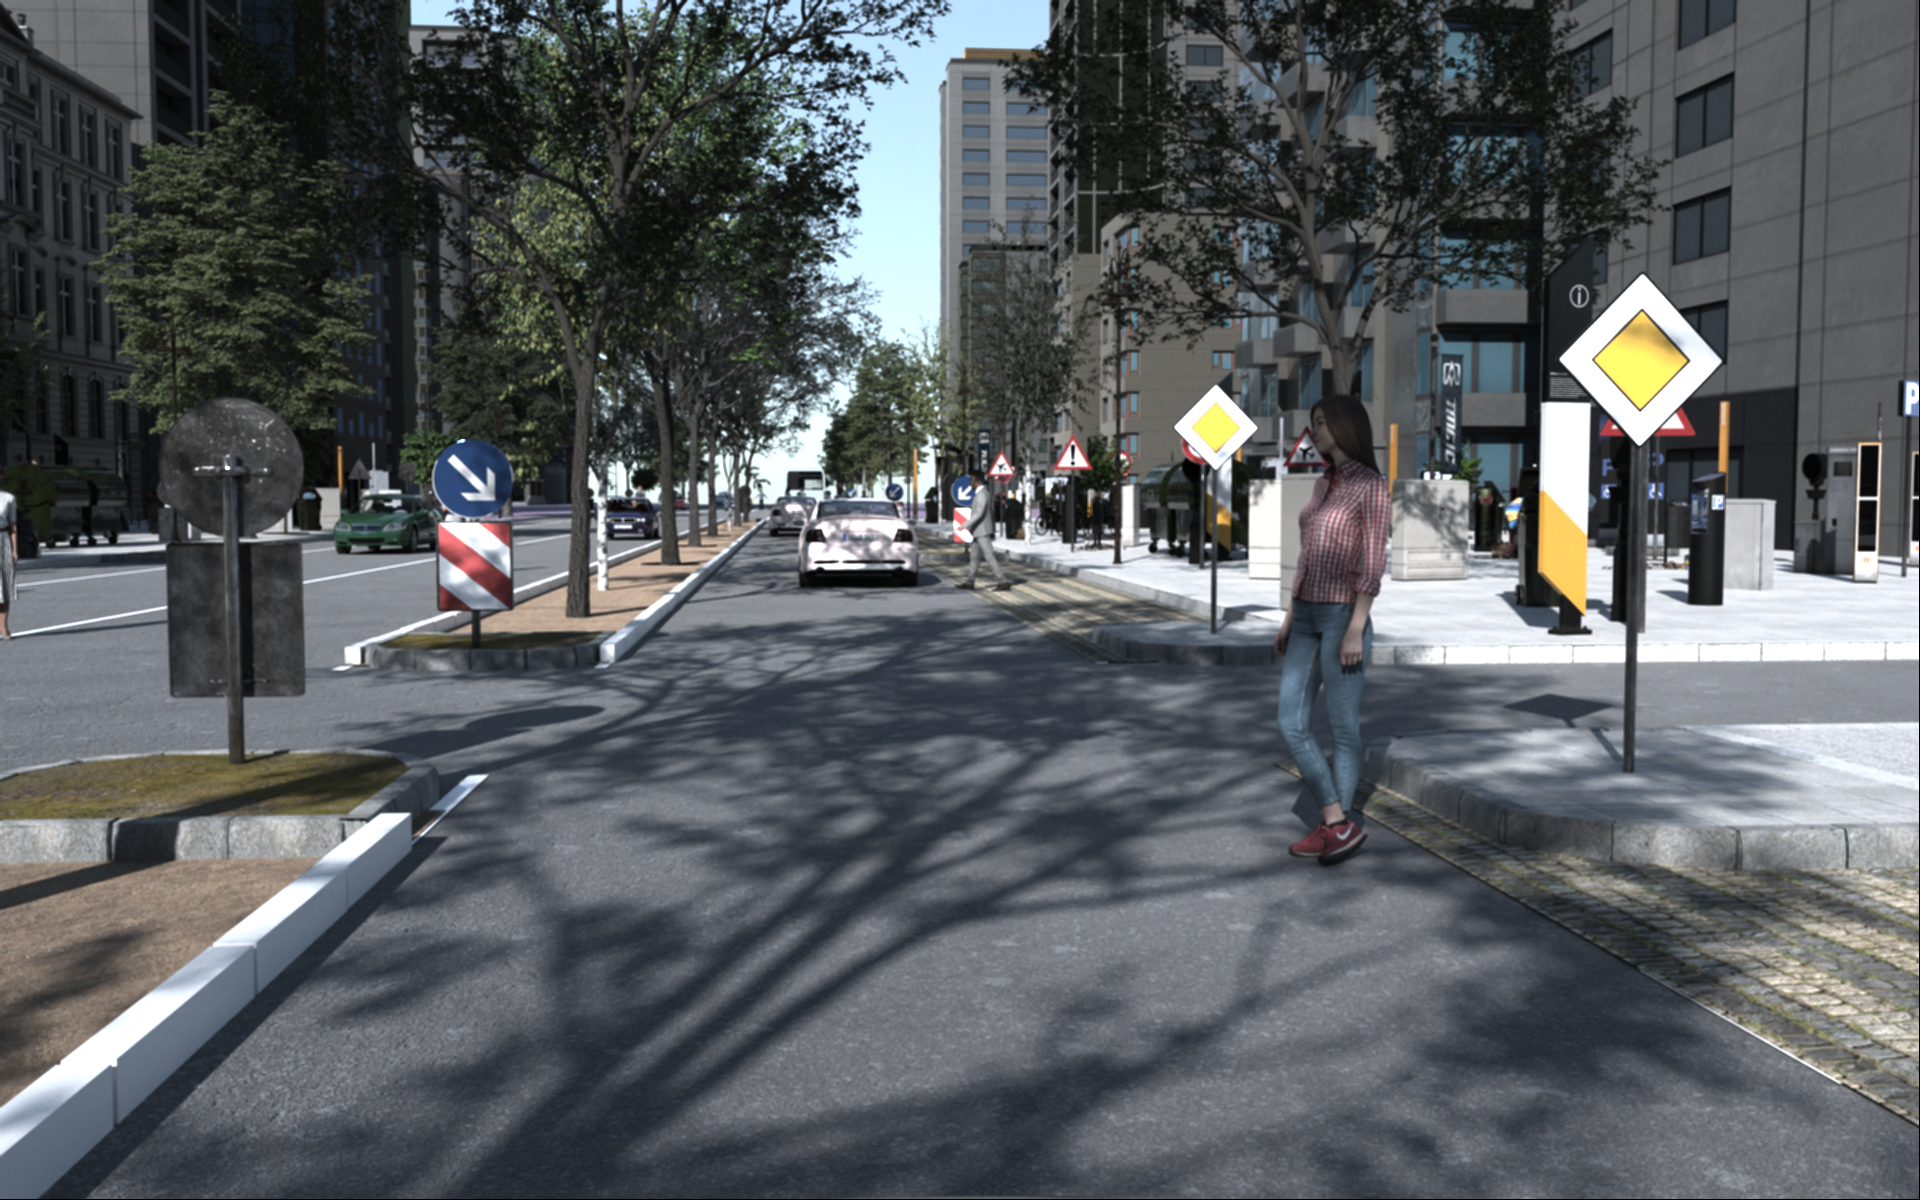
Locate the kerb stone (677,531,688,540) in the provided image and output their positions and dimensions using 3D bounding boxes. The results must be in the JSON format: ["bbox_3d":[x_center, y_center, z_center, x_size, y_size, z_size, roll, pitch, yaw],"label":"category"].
[{"bbox_3d":[-9.099,-2.120,56.855,0.120,0.150,1.000,0,4,-5],"label":"kerb stone"}]

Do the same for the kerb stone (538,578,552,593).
[{"bbox_3d":[-6.105,-0.185,25.219,0.120,0.150,1.000,0,4,-5],"label":"kerb stone"}]

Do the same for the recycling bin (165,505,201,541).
[{"bbox_3d":[-21.567,-2.173,48.078,0.722,1.027,0.722,0,4,-3],"label":"recycling bin"}]

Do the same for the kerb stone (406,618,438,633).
[{"bbox_3d":[-5.325,0.316,17.024,0.120,0.150,1.000,0,4,-5],"label":"kerb stone"}]

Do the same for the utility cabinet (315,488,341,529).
[{"bbox_3d":[-23.102,-3.310,62.792,1.173,1.500,0.318,-3,5,-40],"label":"utility cabinet"}]

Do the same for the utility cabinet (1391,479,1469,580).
[{"bbox_3d":[7.005,-1.045,25.770,1.173,1.500,0.318,-1,4,-22],"label":"utility cabinet"}]

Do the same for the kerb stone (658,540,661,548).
[{"bbox_3d":[-8.040,-1.430,45.622,0.120,0.150,1.000,0,4,-5],"label":"kerb stone"}]

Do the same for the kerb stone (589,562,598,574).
[{"bbox_3d":[-6.773,-0.622,32.363,0.120,0.150,1.000,0,4,-5],"label":"kerb stone"}]

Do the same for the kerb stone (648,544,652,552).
[{"bbox_3d":[-7.732,-1.242,42.564,0.120,0.150,1.000,0,4,-5],"label":"kerb stone"}]

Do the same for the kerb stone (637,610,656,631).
[{"bbox_3d":[-3.331,0.240,18.270,0.120,0.150,1.000,0,4,-5],"label":"kerb stone"}]

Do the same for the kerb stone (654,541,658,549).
[{"bbox_3d":[-7.933,-1.368,44.605,0.120,0.150,1.000,0,4,-5],"label":"kerb stone"}]

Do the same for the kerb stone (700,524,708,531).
[{"bbox_3d":[-10.345,-2.930,70.104,0.120,0.150,1.000,0,4,-5],"label":"kerb stone"}]

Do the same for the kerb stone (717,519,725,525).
[{"bbox_3d":[-11.793,-3.865,85.393,0.120,0.150,1.000,0,4,-5],"label":"kerb stone"}]

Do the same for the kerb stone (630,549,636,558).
[{"bbox_3d":[-7.352,-0.996,38.478,0.120,0.150,1.000,0,4,-5],"label":"kerb stone"}]

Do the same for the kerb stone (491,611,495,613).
[{"bbox_3d":[-5.712,0.066,21.123,0.120,0.150,1.000,0,4,-5],"label":"kerb stone"}]

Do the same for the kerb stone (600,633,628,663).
[{"bbox_3d":[-3.044,0.428,15.202,0.120,0.150,1.000,0,4,-5],"label":"kerb stone"}]

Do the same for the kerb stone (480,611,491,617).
[{"bbox_3d":[-5.617,0.128,20.098,0.120,0.150,1.000,0,4,-5],"label":"kerb stone"}]

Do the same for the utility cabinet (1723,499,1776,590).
[{"bbox_3d":[10.522,-0.756,23.524,0.306,1.237,1.020,-2,4,-30],"label":"utility cabinet"}]

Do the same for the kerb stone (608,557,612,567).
[{"bbox_3d":[-6.871,-0.684,33.382,0.120,0.150,1.000,0,4,-5],"label":"kerb stone"}]

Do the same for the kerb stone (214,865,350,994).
[{"bbox_3d":[-2.119,1.024,5.449,0.120,0.150,1.000,0,4,-5],"label":"kerb stone"}]

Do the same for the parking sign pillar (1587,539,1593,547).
[{"bbox_3d":[15.762,-3.272,41.975,1.447,3.967,1.447,1,4,22],"label":"parking sign pillar"}]

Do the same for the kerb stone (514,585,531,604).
[{"bbox_3d":[-5.913,-0.059,23.164,0.120,0.150,1.000,0,4,-5],"label":"kerb stone"}]

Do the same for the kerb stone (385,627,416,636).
[{"bbox_3d":[-5.221,0.384,16.002,0.120,0.150,1.000,0,4,-5],"label":"kerb stone"}]

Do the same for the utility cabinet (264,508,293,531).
[{"bbox_3d":[-24.160,-3.063,61.246,1.020,1.237,0.306,-2,4,-27],"label":"utility cabinet"}]

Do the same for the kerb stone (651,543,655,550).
[{"bbox_3d":[-7.831,-1.306,43.581,0.120,0.150,1.000,0,4,-5],"label":"kerb stone"}]

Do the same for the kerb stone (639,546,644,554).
[{"bbox_3d":[-7.547,-1.120,40.515,0.120,0.150,1.000,0,4,-5],"label":"kerb stone"}]

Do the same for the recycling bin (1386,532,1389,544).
[{"bbox_3d":[10.555,-1.959,44.579,0.722,1.027,0.722,-3,5,-41],"label":"recycling bin"}]

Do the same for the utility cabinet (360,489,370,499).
[{"bbox_3d":[-27.953,-4.504,82.321,1.173,1.500,0.318,2,4,24],"label":"utility cabinet"}]

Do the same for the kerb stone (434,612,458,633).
[{"bbox_3d":[-5.419,0.258,18.042,0.120,0.150,1.000,0,4,-5],"label":"kerb stone"}]

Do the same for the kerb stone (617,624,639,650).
[{"bbox_3d":[-3.139,0.365,16.228,0.120,0.150,1.000,0,4,-5],"label":"kerb stone"}]

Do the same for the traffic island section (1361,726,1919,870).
[{"bbox_3d":[3.107,0.873,8.012,2.009,0.180,2.903,0,4,-5],"label":"traffic island section"}]

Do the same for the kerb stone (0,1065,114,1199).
[{"bbox_3d":[-1.924,1.150,3.404,0.120,0.150,1.000,0,4,-5],"label":"kerb stone"}]

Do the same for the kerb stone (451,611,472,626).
[{"bbox_3d":[-5.515,0.191,19.073,0.120,0.150,1.000,0,4,-5],"label":"kerb stone"}]

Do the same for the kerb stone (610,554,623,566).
[{"bbox_3d":[-7.065,-0.809,35.417,0.120,0.150,1.000,0,4,-5],"label":"kerb stone"}]

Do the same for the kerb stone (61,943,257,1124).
[{"bbox_3d":[-2.021,1.087,4.426,0.120,0.150,1.000,0,4,-5],"label":"kerb stone"}]

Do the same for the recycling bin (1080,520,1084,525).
[{"bbox_3d":[4.575,-3.487,69.559,0.722,1.027,0.722,3,5,43],"label":"recycling bin"}]

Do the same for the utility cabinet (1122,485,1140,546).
[{"bbox_3d":[4.177,-2.068,42.488,0.318,1.500,1.173,1,4,13],"label":"utility cabinet"}]

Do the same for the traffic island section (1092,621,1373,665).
[{"bbox_3d":[2.354,0.386,15.962,2.009,0.180,2.903,0,4,-5],"label":"traffic island section"}]

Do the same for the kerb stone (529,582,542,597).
[{"bbox_3d":[-6.007,-0.120,24.191,0.120,0.150,1.000,0,4,-5],"label":"kerb stone"}]

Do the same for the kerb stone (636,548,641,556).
[{"bbox_3d":[-7.450,-1.058,39.495,0.120,0.150,1.000,0,4,-5],"label":"kerb stone"}]

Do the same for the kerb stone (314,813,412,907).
[{"bbox_3d":[-2.219,0.962,6.466,0.120,0.150,1.000,0,4,-5],"label":"kerb stone"}]

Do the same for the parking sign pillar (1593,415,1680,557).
[{"bbox_3d":[14.249,-2.910,36.056,1.447,3.967,1.447,0,4,2],"label":"parking sign pillar"}]

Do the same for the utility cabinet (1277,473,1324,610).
[{"bbox_3d":[3.795,-0.602,18.514,0.318,1.500,1.173,-1,4,-11],"label":"utility cabinet"}]

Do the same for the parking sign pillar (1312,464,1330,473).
[{"bbox_3d":[11.603,-3.991,53.719,1.447,3.967,1.447,0,4,-4],"label":"parking sign pillar"}]

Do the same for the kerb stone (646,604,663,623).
[{"bbox_3d":[-3.433,0.177,19.294,0.120,0.150,1.000,0,4,-5],"label":"kerb stone"}]

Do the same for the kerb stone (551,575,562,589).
[{"bbox_3d":[-6.195,-0.247,26.237,0.120,0.150,1.000,0,4,-5],"label":"kerb stone"}]

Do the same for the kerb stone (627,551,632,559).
[{"bbox_3d":[-7.259,-0.933,37.452,0.120,0.150,1.000,0,4,-5],"label":"kerb stone"}]

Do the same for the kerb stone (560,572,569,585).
[{"bbox_3d":[-6.294,-0.308,27.254,0.120,0.150,1.000,0,4,-5],"label":"kerb stone"}]

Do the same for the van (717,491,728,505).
[{"bbox_3d":[-31.669,-13.771,232.168,2.013,2.044,4.112,0,4,-6],"label":"van"}]

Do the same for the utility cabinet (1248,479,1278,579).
[{"bbox_3d":[4.923,-1.051,25.864,1.173,1.500,0.318,2,4,29],"label":"utility cabinet"}]

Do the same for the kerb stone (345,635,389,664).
[{"bbox_3d":[-5.127,0.441,14.980,0.120,0.150,1.000,0,4,-5],"label":"kerb stone"}]

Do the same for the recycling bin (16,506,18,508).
[{"bbox_3d":[-20.902,-1.525,37.490,0.722,1.027,0.722,0,4,-5],"label":"recycling bin"}]

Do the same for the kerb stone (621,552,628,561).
[{"bbox_3d":[-7.158,-0.869,36.435,0.120,0.150,1.000,0,4,-5],"label":"kerb stone"}]

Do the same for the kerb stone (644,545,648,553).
[{"bbox_3d":[-7.645,-1.178,41.533,0.120,0.150,1.000,0,4,-5],"label":"kerb stone"}]

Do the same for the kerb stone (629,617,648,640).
[{"bbox_3d":[-3.234,0.304,17.249,0.120,0.150,1.000,0,4,-5],"label":"kerb stone"}]
